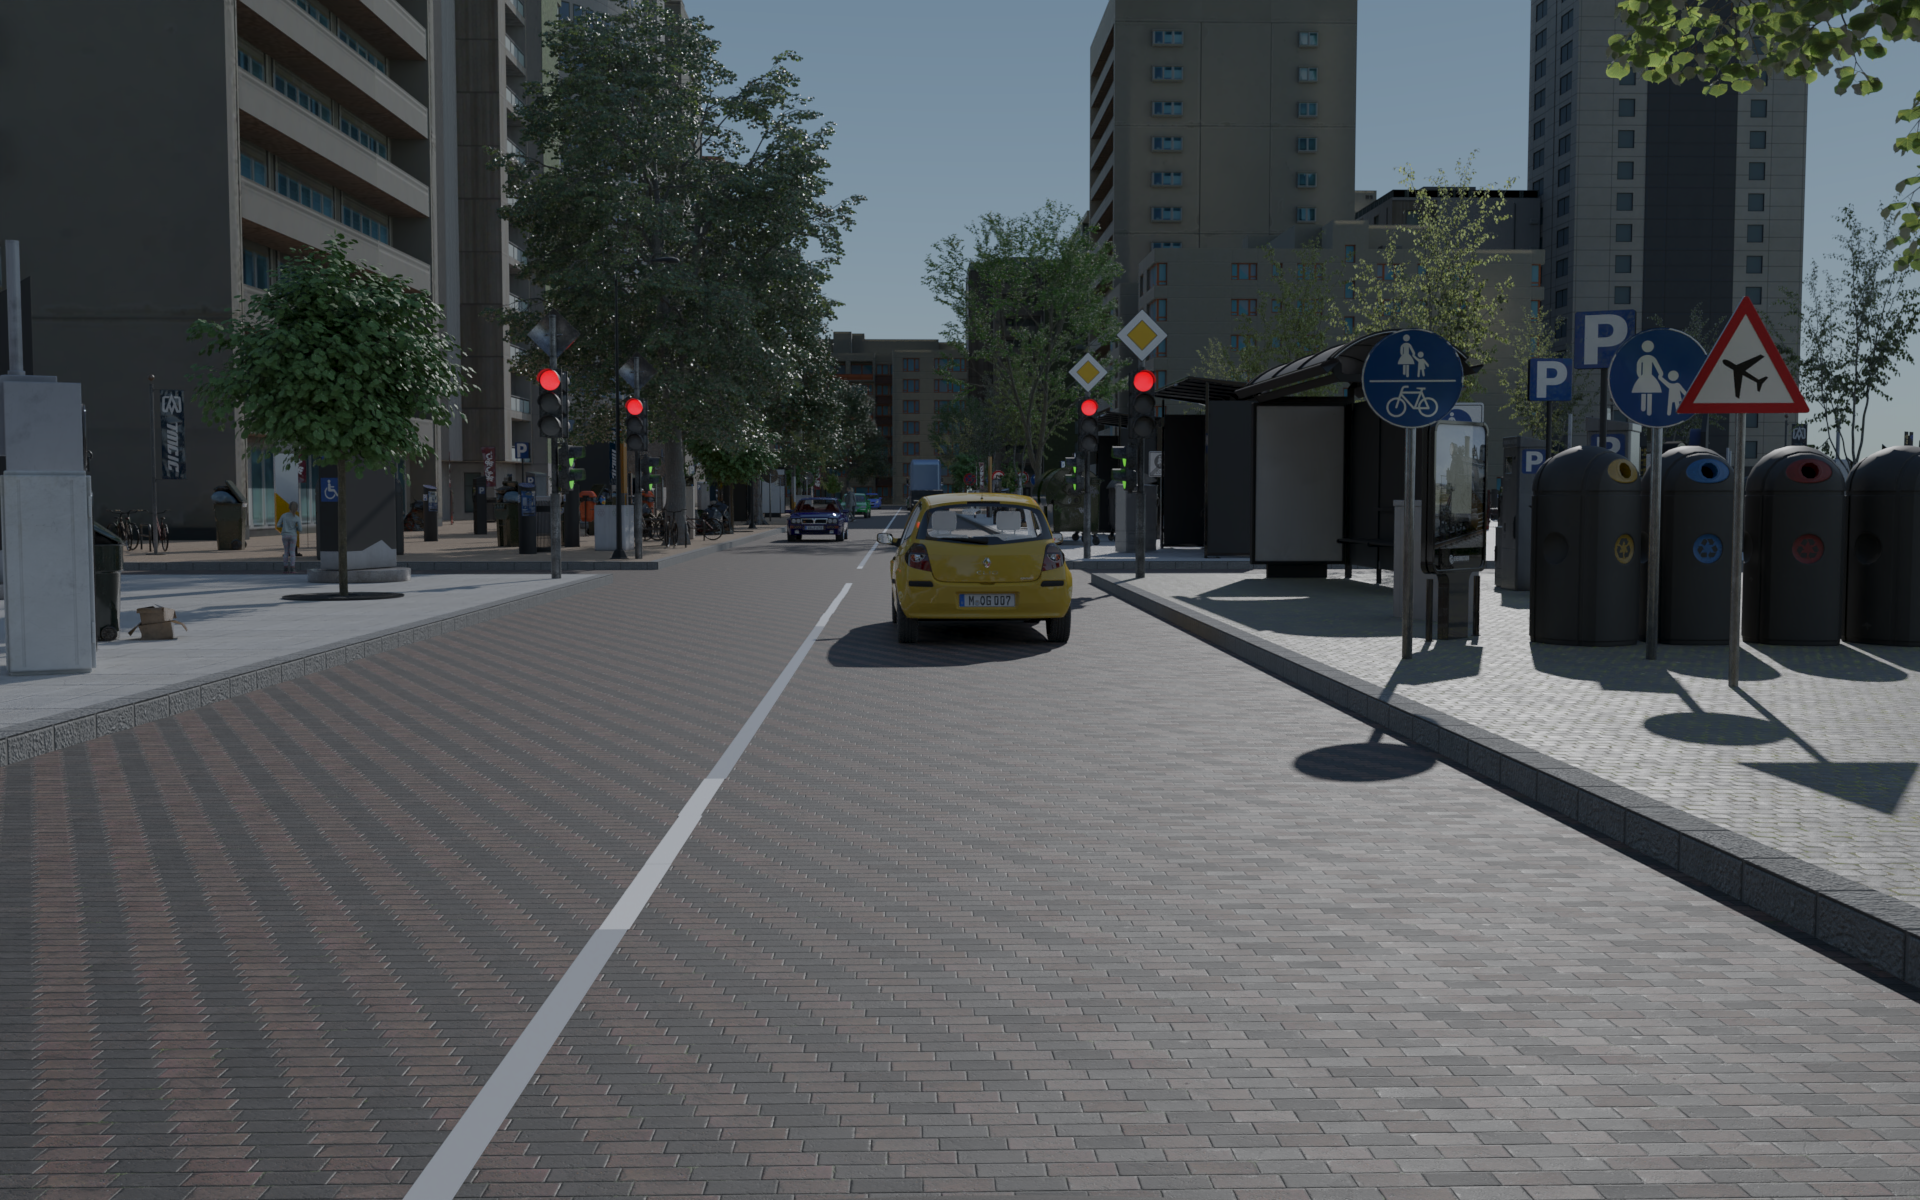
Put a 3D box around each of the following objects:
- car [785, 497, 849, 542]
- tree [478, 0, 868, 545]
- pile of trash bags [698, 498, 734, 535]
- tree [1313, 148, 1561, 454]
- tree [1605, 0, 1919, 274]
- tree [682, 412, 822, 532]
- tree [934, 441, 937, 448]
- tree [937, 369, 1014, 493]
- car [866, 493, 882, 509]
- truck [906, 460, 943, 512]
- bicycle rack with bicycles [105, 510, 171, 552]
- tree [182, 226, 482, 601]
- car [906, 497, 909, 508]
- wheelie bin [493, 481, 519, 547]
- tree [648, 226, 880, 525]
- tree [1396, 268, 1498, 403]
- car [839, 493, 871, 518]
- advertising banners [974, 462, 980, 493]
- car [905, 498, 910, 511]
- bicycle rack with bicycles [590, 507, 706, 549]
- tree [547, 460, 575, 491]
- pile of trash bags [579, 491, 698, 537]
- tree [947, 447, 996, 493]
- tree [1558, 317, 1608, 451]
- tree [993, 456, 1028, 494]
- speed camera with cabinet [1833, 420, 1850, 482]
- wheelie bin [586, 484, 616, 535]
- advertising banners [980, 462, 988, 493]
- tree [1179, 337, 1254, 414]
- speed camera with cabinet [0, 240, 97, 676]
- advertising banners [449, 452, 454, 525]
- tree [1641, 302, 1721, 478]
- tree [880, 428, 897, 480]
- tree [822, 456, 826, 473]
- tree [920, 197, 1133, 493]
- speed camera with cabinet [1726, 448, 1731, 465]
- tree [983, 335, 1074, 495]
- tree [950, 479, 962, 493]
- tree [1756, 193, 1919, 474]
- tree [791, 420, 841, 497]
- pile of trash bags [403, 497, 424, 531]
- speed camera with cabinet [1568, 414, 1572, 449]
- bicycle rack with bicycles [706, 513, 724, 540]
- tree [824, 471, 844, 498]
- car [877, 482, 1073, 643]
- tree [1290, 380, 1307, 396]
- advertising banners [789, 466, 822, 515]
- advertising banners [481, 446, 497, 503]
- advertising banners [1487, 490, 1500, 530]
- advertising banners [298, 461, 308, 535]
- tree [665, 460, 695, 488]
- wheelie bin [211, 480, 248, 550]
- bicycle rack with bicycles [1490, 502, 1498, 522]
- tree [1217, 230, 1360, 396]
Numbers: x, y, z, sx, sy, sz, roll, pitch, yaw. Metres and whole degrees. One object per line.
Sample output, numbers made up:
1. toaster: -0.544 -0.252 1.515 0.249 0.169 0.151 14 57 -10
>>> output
1. car: -4.380 -2.503 53.503 1.945 1.354 3.894 0 4 -1
2. tree: -7.165 -8.352 43.210 9.857 13.997 8.962 0 3 0
3. pile of trash bags: -8.891 -2.792 55.394 3.447 1.369 1.912 2 4 24
4. tree: 10.184 -5.337 37.622 4.360 8.622 3.978 0 3 0
5. tree: 4.497 -5.338 5.407 7.486 12.596 7.792 0 3 0
6. tree: -7.773 -4.579 58.583 4.285 4.588 4.351 0 3 0
7. tree: 0.023 -12.689 157.830 4.360 8.622 3.978 0 3 0
8. tree: 1.625 -9.268 101.900 4.360 8.622 3.978 0 3 0
9. car: -8.388 -9.482 164.615 1.945 1.707 3.694 0 3 0
10. truck: -2.400 -8.559 129.701 2.967 4.110 18.799 0 4 -3
11. bicycle rack with bicycles: -19.197 -1.568 39.025 2.852 0.926 2.925 -2 4 -30
12. tree: -7.556 -2.300 21.320 4.285 4.588 4.351 0 3 0
13. car: -4.683 -10.295 180.677 2.083 1.381 4.827 0 4 -3
14. wheelie bin: -10.924 -2.096 42.170 0.980 1.594 0.693 3 5 42
15. tree: -8.612 -9.475 71.924 9.611 12.733 9.660 0 3 0
16. tree: 15.171 -6.444 55.715 4.737 8.622 4.395 0 3 0
17. car: -6.306 -5.809 103.766 1.959 1.807 4.718 0 3 0
18. advertising banners: 0.833 -5.889 92.480 0.090 3.025 2.074 0 4 4
19. car: -3.705 -8.502 150.802 2.131 1.459 4.920 0 4 -2
20. bicycle rack with bicycles: -7.659 -1.743 41.886 2.852 0.926 2.925 0 4 -8
21. tree: -18.369 -5.203 79.669 1.663 3.219 1.824 0 3 0
22. pile of trash bags: -9.853 -2.603 52.308 3.447 1.369 1.912 0 4 0
23. tree: 0.829 -8.136 116.737 4.285 4.588 4.351 0 3 0
24. tree: 22.601 -7.131 66.952 4.360 8.622 3.978 0 3 0
25. tree: 2.738 -5.778 89.068 1.663 3.219 1.824 0 3 0
26. speed camera with cabinet: 23.857 -3.177 46.278 2.038 3.252 0.660 -1 4 -16
27. wheelie bin: -11.238 -2.816 53.951 0.980 1.594 0.693 3 5 42
28. advertising banners: 1.636 -6.078 95.566 0.090 3.025 2.074 3 4 37
29. tree: 12.311 -7.960 80.502 4.360 8.622 3.978 0 3 0
30. speed camera with cabinet: -6.907 -1.147 13.084 0.660 3.252 2.038 -2 4 -28
31. advertising banners: -21.189 -4.643 72.093 0.090 3.025 2.074 -1 4 -13
32. tree: 28.105 -7.166 67.534 4.360 8.622 3.978 0 3 0
33. tree: -11.080 -15.587 171.848 9.611 12.733 9.660 0 3 0
34. tree: -9.525 -7.249 102.229 4.285 4.588 4.351 0 3 0
35. tree: 2.679 -8.351 62.294 9.928 11.665 9.643 0 3 0
36. speed camera with cabinet: 35.548 -5.233 79.895 0.660 3.252 2.038 3 5 44
37. tree: 2.881 -7.870 79.035 4.737 8.622 4.395 0 3 0
38. tree: -0.221 -11.749 186.691 1.663 3.219 1.824 0 3 0
39. tree: 22.007 -5.658 42.868 4.360 8.622 3.978 0 3 0
40. tree: -10.304 -10.563 123.072 4.737 8.622 4.395 0 3 0
41. pile of trash bags: -19.315 -3.049 59.596 1.912 1.369 3.447 0 4 0
42. speed camera with cabinet: 14.967 -2.921 42.099 0.660 3.252 2.038 1 4 22
43. bicycle rack with bicycles: -8.227 -2.067 47.172 2.925 0.926 2.852 1 4 15
44. tree: -11.406 -9.735 153.774 1.663 3.219 1.824 0 3 0
45. car: 0.141 -0.484 18.141 2.015 1.641 3.980 0 4 -3
46. tree: 19.342 -9.195 100.705 4.360 8.622 3.978 0 3 0
47. advertising banners: -9.540 -6.770 106.871 2.074 3.025 0.090 0 4 -6
48. advertising banners: -16.562 -4.137 63.820 2.074 3.025 0.090 -1 4 -11
49. advertising banners: 18.846 -4.044 62.300 2.074 3.025 0.090 2 4 25
50. advertising banners: -15.034 -2.746 41.088 2.074 3.025 0.090 1 4 12
51. tree: -13.860 -5.554 85.412 1.663 3.219 1.824 0 3 0
52. wheelie bin: -16.740 -1.944 39.692 0.693 1.594 0.980 -1 4 -13
53. bicycle rack with bicycles: 25.225 -4.091 80.274 2.925 0.926 2.852 0 4 4
54. tree: 9.360 -6.036 49.051 4.737 8.622 4.395 0 3 0
